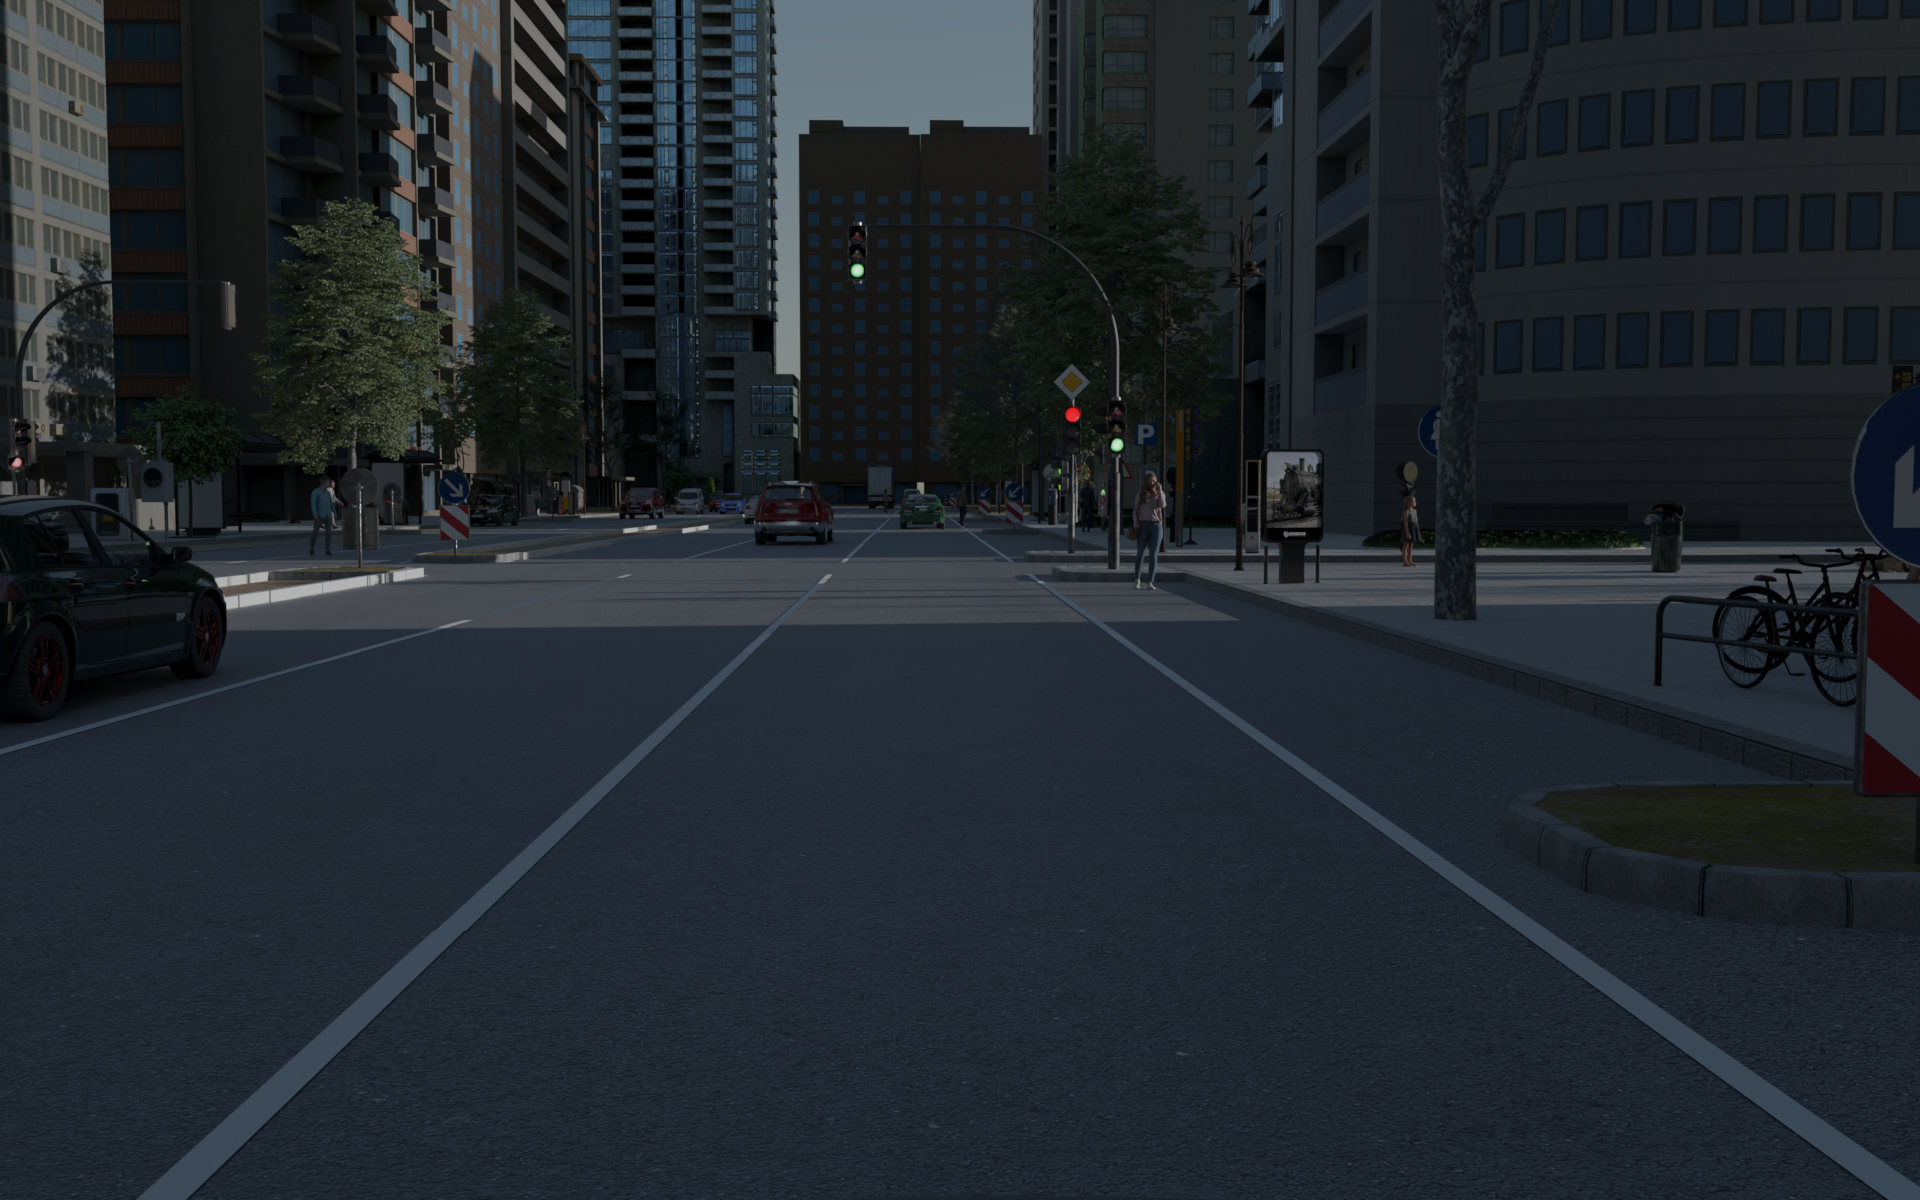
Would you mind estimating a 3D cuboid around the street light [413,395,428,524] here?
[{"bbox_3d":[-22.952,-6.157,73.452,0.468,5.910,1.993,0,4,-1],"label":"street light"}]

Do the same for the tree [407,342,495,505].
[{"bbox_3d":[-24.343,-8.125,83.210,4.737,8.622,4.395,0,3,0],"label":"tree"}]

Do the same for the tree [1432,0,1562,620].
[{"bbox_3d":[4.537,-9.781,15.812,12.611,20.169,13.585,0,3,0],"label":"tree"}]

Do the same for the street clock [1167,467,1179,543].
[{"bbox_3d":[5.675,-2.522,45.811,0.358,2.002,0.471,3,4,38],"label":"street clock"}]

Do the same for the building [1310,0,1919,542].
[{"bbox_3d":[26.238,-31.367,54.848,28.212,58.520,21.231,0,4,-1],"label":"building"}]

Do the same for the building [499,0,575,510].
[{"bbox_3d":[-43.296,-31.320,135.786,21.300,48.544,21.600,0,4,-1],"label":"building"}]

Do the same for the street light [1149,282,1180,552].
[{"bbox_3d":[4.462,-3.987,37.974,0.468,5.910,1.993,0,4,-1],"label":"street light"}]

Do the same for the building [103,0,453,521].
[{"bbox_3d":[-40.753,-26.936,95.022,22.147,44.769,28.867,0,4,-1],"label":"building"}]

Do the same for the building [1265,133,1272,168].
[{"bbox_3d":[17.044,-27.355,130.845,14.154,41.232,14.086,0,4,-1],"label":"building"}]

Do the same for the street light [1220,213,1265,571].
[{"bbox_3d":[4.672,-3.428,28.835,0.468,5.910,1.993,0,4,-1],"label":"street light"}]

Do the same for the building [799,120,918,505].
[{"bbox_3d":[-11.928,-34.287,210.700,14.200,45.320,14.600,0,4,-1],"label":"building"}]

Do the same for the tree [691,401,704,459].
[{"bbox_3d":[-25.612,-13.071,148.116,8.767,10.594,7.601,3,4,36],"label":"tree"}]

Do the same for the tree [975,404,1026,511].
[{"bbox_3d":[2.786,-10.900,128.570,4.360,8.622,3.978,0,3,0],"label":"tree"}]

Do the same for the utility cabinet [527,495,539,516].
[{"bbox_3d":[-25.660,-5.655,103.624,1.020,1.237,0.306,2,4,29],"label":"utility cabinet"}]

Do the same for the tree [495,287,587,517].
[{"bbox_3d":[-24.622,-10.861,95.706,7.486,12.596,7.792,0,3,0],"label":"tree"}]

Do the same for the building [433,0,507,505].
[{"bbox_3d":[-39.817,-28.621,118.065,14.600,45.320,14.200,0,4,-1],"label":"building"}]

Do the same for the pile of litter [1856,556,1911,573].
[{"bbox_3d":[15.584,-0.910,28.840,1.176,0.858,1.719,2,4,31],"label":"pile of litter"}]

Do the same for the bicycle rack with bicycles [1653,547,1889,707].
[{"bbox_3d":[5.857,0.134,11.193,2.852,0.926,2.925,-1,4,-17],"label":"bicycle rack with bicycles"}]

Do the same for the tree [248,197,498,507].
[{"bbox_3d":[-23.109,-9.093,66.796,7.486,12.596,7.792,0,3,0],"label":"tree"}]

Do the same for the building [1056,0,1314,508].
[{"bbox_3d":[19.780,-38.177,166.199,21.231,58.520,28.212,0,4,-1],"label":"building"}]

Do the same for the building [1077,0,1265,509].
[{"bbox_3d":[16.761,-28.252,145.509,14.154,41.232,14.086,0,4,-1],"label":"building"}]

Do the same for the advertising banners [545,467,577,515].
[{"bbox_3d":[-24.351,-6.689,105.552,2.074,3.025,0.090,1,4,15],"label":"advertising banners"}]

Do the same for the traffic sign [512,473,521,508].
[{"bbox_3d":[-26.110,-6.248,102.261,0.768,2.556,0.104,0,4,6],"label":"traffic sign"}]

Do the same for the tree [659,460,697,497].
[{"bbox_3d":[-26.028,-10.764,159.699,4.285,4.588,4.351,0,3,0],"label":"tree"}]

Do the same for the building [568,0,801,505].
[{"bbox_3d":[-35.494,-55.025,212.333,31.000,86.520,22.319,0,4,-1],"label":"building"}]

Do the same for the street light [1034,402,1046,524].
[{"bbox_3d":[3.450,-6.255,75.056,0.468,5.910,1.993,0,4,-1],"label":"street light"}]

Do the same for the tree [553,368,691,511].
[{"bbox_3d":[-25.775,-11.843,128.039,8.767,10.594,7.601,-2,4,-33],"label":"tree"}]

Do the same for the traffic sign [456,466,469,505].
[{"bbox_3d":[-22.909,-4.847,79.257,0.884,2.594,0.081,0,4,6],"label":"traffic sign"}]

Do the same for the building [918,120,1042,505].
[{"bbox_3d":[2.309,-34.289,210.731,14.200,45.320,14.600,0,4,-1],"label":"building"}]

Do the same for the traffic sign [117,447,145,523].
[{"bbox_3d":[-22.310,-2.843,46.597,0.768,2.556,0.104,0,4,3],"label":"traffic sign"}]

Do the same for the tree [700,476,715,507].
[{"bbox_3d":[-25.559,-11.212,177.920,1.663,3.219,1.824,0,3,0],"label":"tree"}]

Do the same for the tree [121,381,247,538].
[{"bbox_3d":[-22.605,-4.089,50.569,4.285,4.588,4.351,0,3,0],"label":"tree"}]

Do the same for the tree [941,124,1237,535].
[{"bbox_3d":[4.567,-8.322,54.198,7.486,12.596,7.792,0,3,0],"label":"tree"}]

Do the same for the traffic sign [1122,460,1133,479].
[{"bbox_3d":[5.582,-3.684,60.239,0.884,2.594,0.081,0,4,2],"label":"traffic sign"}]

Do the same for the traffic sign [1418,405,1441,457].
[{"bbox_3d":[6.889,-1.503,24.674,0.768,2.556,0.104,0,4,2],"label":"traffic sign"}]

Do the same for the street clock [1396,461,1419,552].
[{"bbox_3d":[9.928,-2.073,38.458,0.471,2.002,0.358,-2,4,-30],"label":"street clock"}]

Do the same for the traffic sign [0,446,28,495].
[{"bbox_3d":[-24.621,-2.752,45.105,0.768,2.556,0.104,0,3,0],"label":"traffic sign"}]

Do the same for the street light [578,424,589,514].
[{"bbox_3d":[-23.842,-8.384,109.860,0.468,5.910,1.993,0,4,-1],"label":"street light"}]

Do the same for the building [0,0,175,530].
[{"bbox_3d":[-45.075,-22.556,60.674,32.217,40.220,23.993,0,4,-1],"label":"building"}]

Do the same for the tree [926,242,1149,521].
[{"bbox_3d":[4.033,-10.530,82.534,12.009,13.543,11.850,0,3,0],"label":"tree"}]

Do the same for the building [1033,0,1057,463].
[{"bbox_3d":[19.761,-47.388,213.041,20.611,71.187,20.563,0,4,-1],"label":"building"}]

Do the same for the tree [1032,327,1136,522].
[{"bbox_3d":[4.893,-7.286,69.492,4.737,8.622,4.395,0,3,0],"label":"tree"}]

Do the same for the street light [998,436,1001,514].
[{"bbox_3d":[2.553,-8.482,111.464,0.468,5.910,1.993,0,4,-1],"label":"street light"}]

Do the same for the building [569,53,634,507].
[{"bbox_3d":[-47.995,-31.384,167.748,28.867,44.769,22.147,0,4,-1],"label":"building"}]

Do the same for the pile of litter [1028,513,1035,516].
[{"bbox_3d":[4.556,-5.436,102.836,1.176,0.858,1.719,2,4,27],"label":"pile of litter"}]

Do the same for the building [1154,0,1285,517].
[{"bbox_3d":[23.517,-47.496,89.239,22.319,86.520,31.000,0,4,-1],"label":"building"}]

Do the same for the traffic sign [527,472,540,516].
[{"bbox_3d":[-25.260,-6.257,102.303,0.884,2.594,0.081,0,4,7],"label":"traffic sign"}]

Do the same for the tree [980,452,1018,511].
[{"bbox_3d":[2.996,-9.232,134.661,4.285,4.588,4.351,0,3,0],"label":"tree"}]
